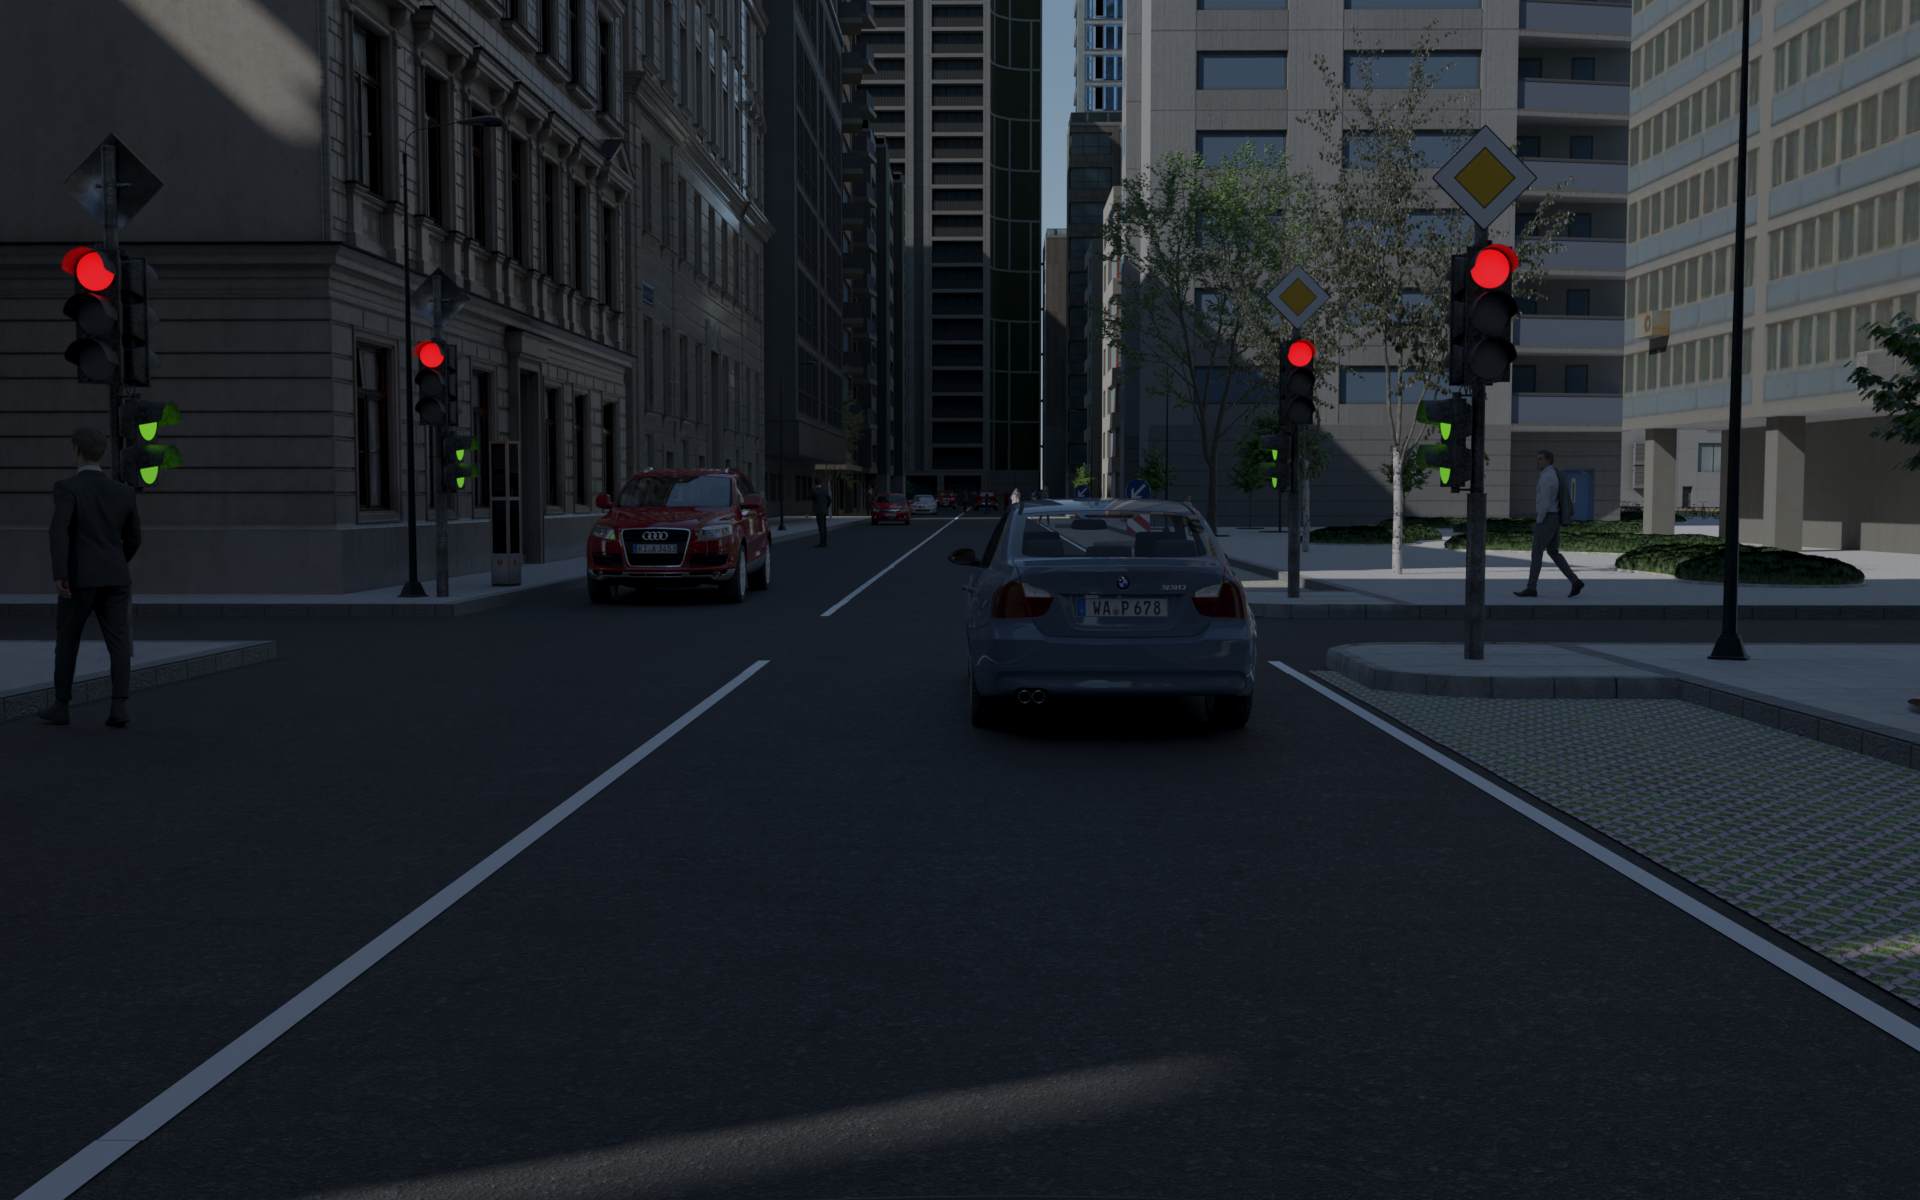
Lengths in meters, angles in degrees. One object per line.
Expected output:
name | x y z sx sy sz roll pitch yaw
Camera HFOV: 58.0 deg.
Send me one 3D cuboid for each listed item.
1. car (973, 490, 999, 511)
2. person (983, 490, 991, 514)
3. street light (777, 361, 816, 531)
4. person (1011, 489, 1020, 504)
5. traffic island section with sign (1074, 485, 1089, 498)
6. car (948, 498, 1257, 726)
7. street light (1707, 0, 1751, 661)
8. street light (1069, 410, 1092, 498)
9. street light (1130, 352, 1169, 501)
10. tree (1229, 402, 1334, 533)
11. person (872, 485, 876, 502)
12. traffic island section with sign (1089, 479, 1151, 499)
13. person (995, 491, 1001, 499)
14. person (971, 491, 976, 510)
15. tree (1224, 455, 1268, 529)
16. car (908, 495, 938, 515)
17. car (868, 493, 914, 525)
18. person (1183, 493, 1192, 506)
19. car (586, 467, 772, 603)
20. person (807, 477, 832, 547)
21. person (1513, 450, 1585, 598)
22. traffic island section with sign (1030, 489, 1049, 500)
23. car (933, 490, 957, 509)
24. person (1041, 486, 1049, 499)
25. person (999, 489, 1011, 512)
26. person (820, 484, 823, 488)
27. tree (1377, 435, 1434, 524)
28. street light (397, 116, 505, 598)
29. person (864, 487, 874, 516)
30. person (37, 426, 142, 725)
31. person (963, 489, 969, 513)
car | 2.303 -8.720 151.248 2.281 1.827 5.304 0 4 1
person | 1.902 -6.976 123.477 0.530 1.710 0.541 -1 4 -12
street light | -5.729 -5.397 60.788 1.470 5.913 1.316 0 4 1
person | 3.294 -5.681 102.057 0.551 1.740 0.621 -2 4 -32
traffic island section with sign | 5.033 -3.957 73.324 1.989 1.847 2.006 0 4 1
car | 0.920 0.001 11.986 2.014 1.417 4.499 0 3 0
street light | 5.450 -2.495 13.331 1.470 5.913 1.316 0 4 1
street light | 6.754 -7.558 96.114 1.470 5.913 1.316 0 4 1
street light | 6.243 -5.149 56.722 1.470 5.913 1.316 0 4 1
tree | 10.715 -4.557 58.221 4.285 4.588 4.351 0 3 0
person | -5.343 -6.249 108.173 0.705 1.831 1.348 0 4 -2
traffic island section with sign | 4.565 -2.289 46.061 1.989 1.847 2.006 0 4 1
person | 3.518 -10.021 173.064 1.217 1.735 0.721 0 4 6
person | 1.154 -8.932 155.337 0.742 1.727 0.445 3 5 39
tree | 10.494 -4.205 63.346 1.663 3.219 1.824 0 3 0
car | -2.541 -6.644 120.995 2.083 1.381 4.827 0 4 1
car | -3.232 -4.425 81.391 2.155 1.783 4.494 0 4 -1
person | 6.982 -2.646 53.553 0.590 1.304 0.306 3 5 44
car | -3.868 -0.967 24.479 2.281 1.827 5.304 0 4 0
person | -3.815 -2.381 46.785 0.474 1.900 0.648 3 4 36
person | 7.331 -0.940 21.506 0.850 1.850 0.679 2 4 32
traffic island section with sign | 5.889 -7.053 123.945 1.989 1.847 2.006 0 4 1
car | -1.369 -9.467 163.460 2.281 1.827 5.304 0 4 1
person | 3.750 -4.207 77.466 0.728 1.800 0.709 -2 4 -29
person | 3.766 -8.063 140.267 1.348 1.831 0.705 0 4 -1
person | -7.627 -5.433 94.884 0.555 1.821 0.388 0 4 3
tree | 14.698 -3.798 56.702 1.663 3.219 1.824 0 3 0
street light | -6.290 -2.991 21.439 1.470 5.913 1.316 0 4 1
person | -5.306 -5.789 101.493 0.445 1.727 0.742 2 4 24
person | -5.428 -0.150 10.731 0.755 1.850 0.659 3 4 36
person | 0.442 -7.667 133.946 0.705 1.812 1.348 1 4 10
